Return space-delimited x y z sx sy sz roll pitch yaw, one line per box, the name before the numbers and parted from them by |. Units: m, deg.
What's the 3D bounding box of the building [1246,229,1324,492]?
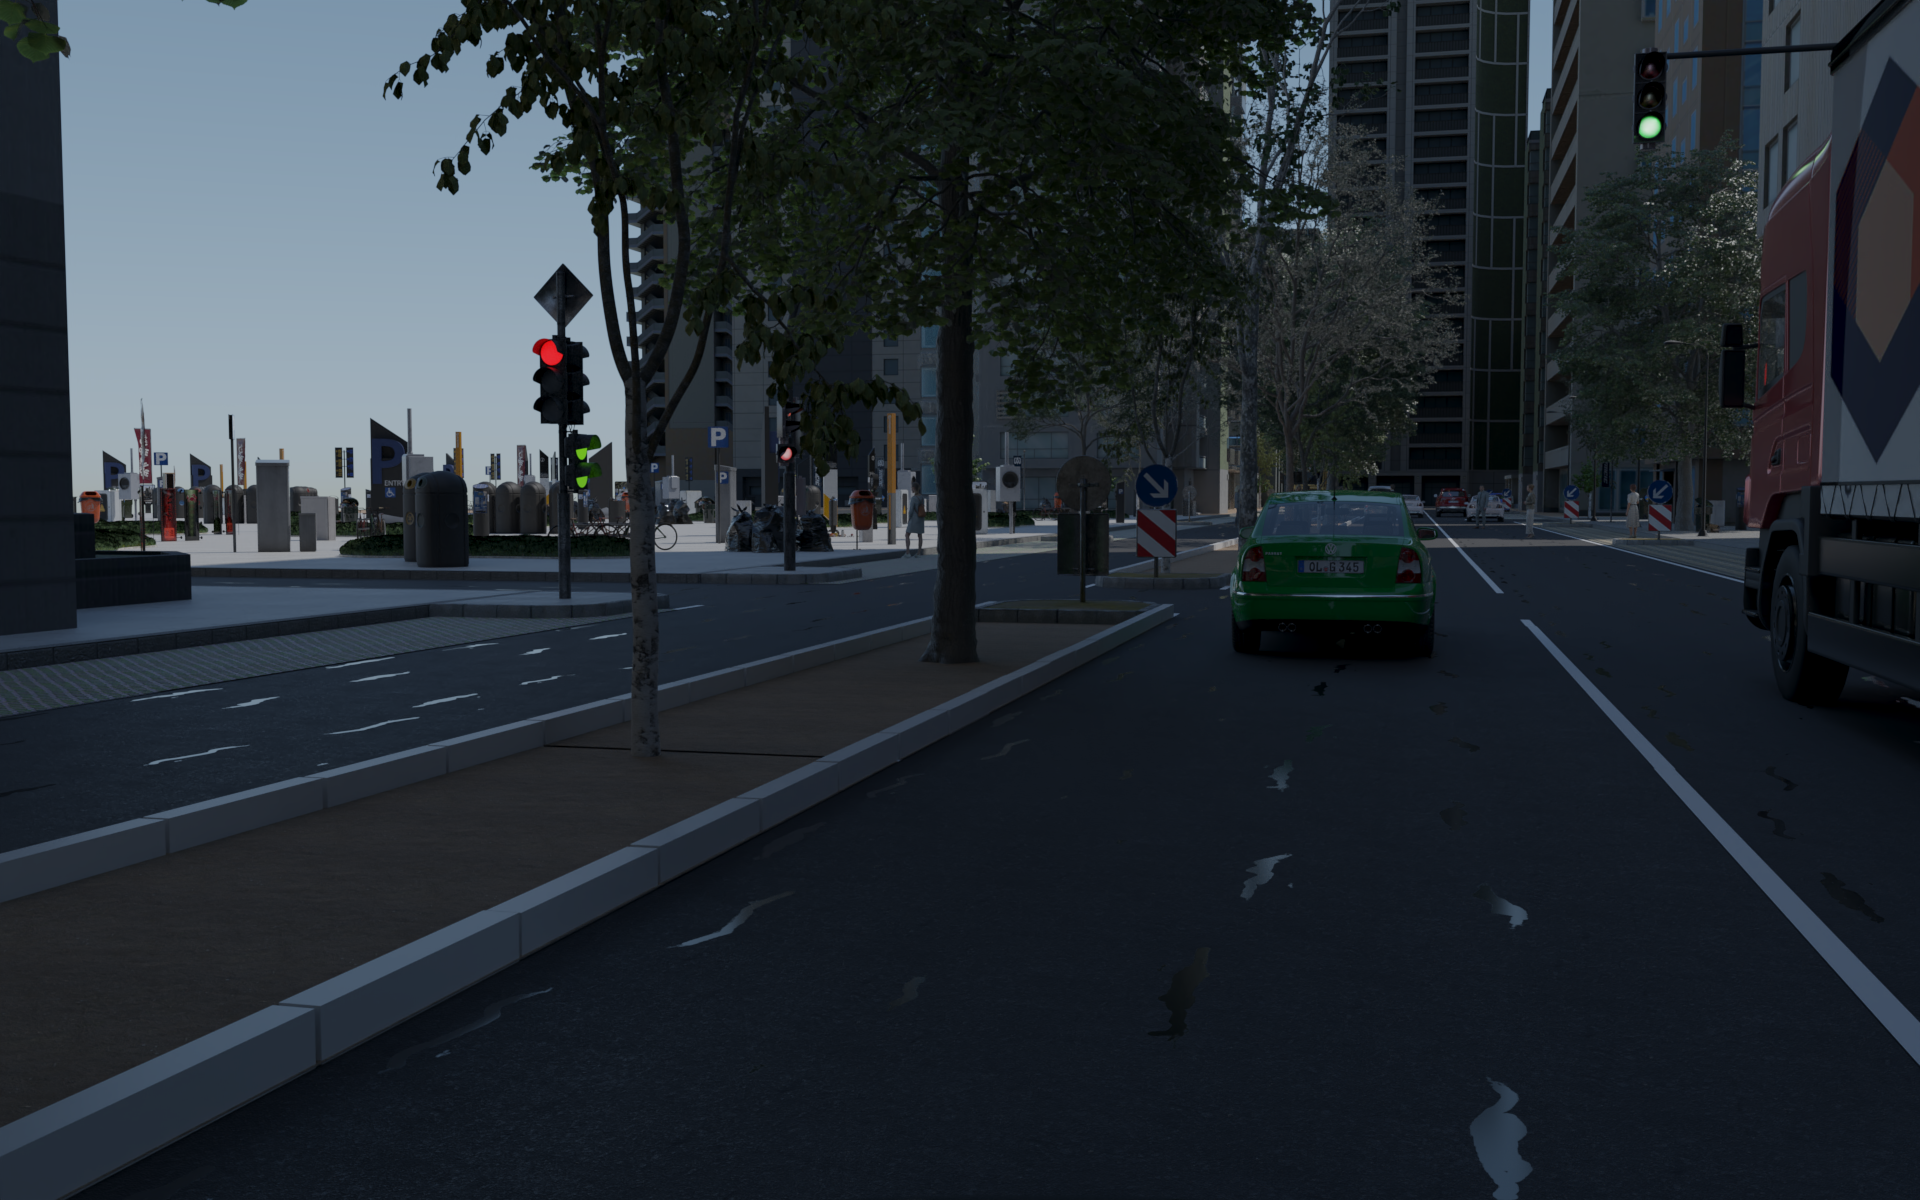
building | 32.907 -25.652 191.106 14.107 30.474 14.160 1 4 14

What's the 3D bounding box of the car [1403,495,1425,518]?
car | 27.222 -5.688 105.358 2.083 1.381 4.827 1 4 14

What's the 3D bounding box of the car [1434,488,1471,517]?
car | 30.981 -6.132 108.935 2.281 1.827 5.304 1 4 15

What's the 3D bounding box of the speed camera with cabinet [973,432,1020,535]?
speed camera with cabinet | 0.862 -3.710 54.993 2.038 3.252 0.660 -1 4 -13

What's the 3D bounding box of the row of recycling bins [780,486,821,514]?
row of recycling bins | -7.808 -4.763 84.987 1.069 1.692 3.534 -2 4 -29

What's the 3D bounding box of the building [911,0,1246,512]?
building | 9.924 -31.397 132.957 23.786 49.044 30.456 1 4 14

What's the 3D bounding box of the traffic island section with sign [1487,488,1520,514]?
traffic island section with sign | 38.792 -7.018 123.367 1.989 1.847 2.006 1 4 14

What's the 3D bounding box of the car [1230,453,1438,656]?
car | 3.660 -0.493 16.854 1.959 1.807 4.718 1 4 13

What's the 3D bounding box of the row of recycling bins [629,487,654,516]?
row of recycling bins | -18.130 -5.563 98.066 1.069 1.692 3.534 2 4 28

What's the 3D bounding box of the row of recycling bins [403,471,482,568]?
row of recycling bins | -9.595 -1.509 31.783 1.069 1.692 3.534 -1 4 -22

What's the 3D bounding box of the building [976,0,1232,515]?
building | 9.471 -26.091 110.178 14.154 41.232 14.086 1 4 14

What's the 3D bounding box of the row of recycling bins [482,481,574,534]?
row of recycling bins | -14.154 -2.995 56.087 3.534 1.692 1.069 1 4 14

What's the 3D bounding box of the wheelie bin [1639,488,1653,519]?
wheelie bin | 35.145 -4.953 88.887 0.693 1.594 0.980 -1 4 -11

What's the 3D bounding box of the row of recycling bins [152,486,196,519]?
row of recycling bins | -41.016 -5.185 91.879 1.069 1.692 3.534 3 5 43

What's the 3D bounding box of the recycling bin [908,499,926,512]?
recycling bin | -2.246 -4.802 91.068 0.722 1.027 0.722 2 4 27

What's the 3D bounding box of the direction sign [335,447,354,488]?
direction sign | -29.779 -5.617 83.840 0.876 3.537 0.379 0 4 -3

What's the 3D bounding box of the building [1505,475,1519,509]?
building | 66.089 -28.300 154.579 32.217 40.220 23.993 1 4 14

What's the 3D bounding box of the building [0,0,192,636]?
building | -23.126 -28.865 13.942 28.212 58.520 21.231 1 4 14

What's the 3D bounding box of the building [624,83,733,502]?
building | -25.703 -32.574 182.689 14.200 45.320 14.600 1 4 14

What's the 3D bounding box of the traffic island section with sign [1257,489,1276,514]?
traffic island section with sign | 22.949 -7.268 127.461 1.989 1.847 2.006 1 4 14

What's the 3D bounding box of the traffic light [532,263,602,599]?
traffic light | -4.833 -1.971 21.141 0.839 4.253 0.868 1 4 14

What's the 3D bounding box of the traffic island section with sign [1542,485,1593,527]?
traffic island section with sign | 26.293 -4.059 74.998 1.989 1.847 2.006 1 4 14

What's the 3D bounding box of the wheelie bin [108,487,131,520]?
wheelie bin | -39.355 -4.444 80.570 0.693 1.594 0.980 2 4 28

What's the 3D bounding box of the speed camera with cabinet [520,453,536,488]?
speed camera with cabinet | -21.470 -5.526 84.678 0.660 3.252 2.038 -3 5 -41

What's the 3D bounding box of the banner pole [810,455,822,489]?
banner pole | -7.995 -6.440 95.309 0.863 3.779 0.401 1 4 15

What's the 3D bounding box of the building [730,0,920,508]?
building | -9.665 -45.025 174.410 20.611 71.187 20.563 1 4 14

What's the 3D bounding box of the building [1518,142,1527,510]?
building | 52.258 -22.453 138.803 14.160 30.474 14.107 1 4 14

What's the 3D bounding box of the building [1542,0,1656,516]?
building | 48.112 -29.493 105.919 21.300 48.544 21.600 1 4 14

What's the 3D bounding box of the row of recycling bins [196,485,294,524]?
row of recycling bins | -30.904 -4.150 74.963 3.534 1.692 1.069 -1 4 -10

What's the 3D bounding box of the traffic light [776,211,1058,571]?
traffic light | -0.785 -3.285 28.382 4.771 5.953 1.251 1 4 14

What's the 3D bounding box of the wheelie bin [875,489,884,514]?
wheelie bin | -4.809 -5.563 98.865 0.980 1.594 0.693 0 4 -5

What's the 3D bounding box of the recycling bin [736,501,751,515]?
recycling bin | -8.489 -3.306 66.604 0.722 1.027 0.722 -2 4 -30

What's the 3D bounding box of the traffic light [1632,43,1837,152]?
traffic light | 9.207 -2.613 17.394 4.771 5.953 1.251 1 4 14

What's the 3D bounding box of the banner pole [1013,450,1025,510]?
banner pole | 3.443 -6.669 99.059 0.863 3.779 0.401 0 4 -2

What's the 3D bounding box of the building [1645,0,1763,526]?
building | 37.763 -25.884 73.315 14.600 45.320 14.200 1 4 14

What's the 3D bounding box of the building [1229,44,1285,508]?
building | 15.494 -52.309 167.929 31.000 86.520 22.319 1 4 14

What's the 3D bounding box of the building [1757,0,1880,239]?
building | 32.235 -27.134 32.878 27.495 52.752 28.713 1 4 14

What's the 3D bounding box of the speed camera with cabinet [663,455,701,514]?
speed camera with cabinet | -14.258 -5.781 88.857 2.038 3.252 0.660 -3 5 -44

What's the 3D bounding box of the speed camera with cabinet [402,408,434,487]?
speed camera with cabinet | -12.176 -2.765 39.539 0.660 3.252 2.038 -2 4 -32

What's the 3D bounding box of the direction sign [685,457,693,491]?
direction sign | -16.572 -6.969 105.943 0.379 3.537 0.876 -3 4 -37

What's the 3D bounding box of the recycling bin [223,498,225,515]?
recycling bin | -44.723 -5.705 105.827 0.722 1.027 0.722 3 5 42

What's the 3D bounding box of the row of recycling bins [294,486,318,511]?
row of recycling bins | -38.666 -5.780 101.622 1.069 1.692 3.534 0 3 0

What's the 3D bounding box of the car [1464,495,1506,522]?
car | 27.378 -4.767 90.299 2.083 1.381 4.827 1 4 16

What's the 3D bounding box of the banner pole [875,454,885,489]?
banner pole | -5.010 -7.114 106.336 0.863 3.779 0.401 1 4 17

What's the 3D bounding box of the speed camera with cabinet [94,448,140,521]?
speed camera with cabinet | -36.398 -4.918 74.737 2.038 3.252 0.660 1 4 19

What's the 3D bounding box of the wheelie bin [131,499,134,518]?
wheelie bin | -44.451 -5.147 92.063 0.693 1.594 0.980 2 4 24

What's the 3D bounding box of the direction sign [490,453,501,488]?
direction sign | -25.835 -6.387 96.419 0.876 3.537 0.379 3 4 38

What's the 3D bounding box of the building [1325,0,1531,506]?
building | 50.943 -45.900 188.720 20.611 71.187 20.563 1 4 14

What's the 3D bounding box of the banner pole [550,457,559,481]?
banner pole | -24.105 -6.954 103.710 0.863 3.779 0.401 0 4 -3

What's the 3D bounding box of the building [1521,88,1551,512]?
building | 48.807 -21.603 124.904 14.160 30.474 14.107 1 4 14

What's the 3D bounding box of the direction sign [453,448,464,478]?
direction sign | -24.643 -5.701 85.200 0.379 3.537 0.876 1 4 16

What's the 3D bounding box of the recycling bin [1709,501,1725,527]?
recycling bin | 29.247 -3.349 67.307 0.722 1.027 0.722 1 4 8

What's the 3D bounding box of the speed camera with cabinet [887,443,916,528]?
speed camera with cabinet | -2.243 -4.435 66.854 0.660 3.252 2.038 1 4 15

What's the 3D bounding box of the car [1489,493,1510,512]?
car | 39.761 -7.258 128.259 1.945 1.707 3.694 1 4 14
